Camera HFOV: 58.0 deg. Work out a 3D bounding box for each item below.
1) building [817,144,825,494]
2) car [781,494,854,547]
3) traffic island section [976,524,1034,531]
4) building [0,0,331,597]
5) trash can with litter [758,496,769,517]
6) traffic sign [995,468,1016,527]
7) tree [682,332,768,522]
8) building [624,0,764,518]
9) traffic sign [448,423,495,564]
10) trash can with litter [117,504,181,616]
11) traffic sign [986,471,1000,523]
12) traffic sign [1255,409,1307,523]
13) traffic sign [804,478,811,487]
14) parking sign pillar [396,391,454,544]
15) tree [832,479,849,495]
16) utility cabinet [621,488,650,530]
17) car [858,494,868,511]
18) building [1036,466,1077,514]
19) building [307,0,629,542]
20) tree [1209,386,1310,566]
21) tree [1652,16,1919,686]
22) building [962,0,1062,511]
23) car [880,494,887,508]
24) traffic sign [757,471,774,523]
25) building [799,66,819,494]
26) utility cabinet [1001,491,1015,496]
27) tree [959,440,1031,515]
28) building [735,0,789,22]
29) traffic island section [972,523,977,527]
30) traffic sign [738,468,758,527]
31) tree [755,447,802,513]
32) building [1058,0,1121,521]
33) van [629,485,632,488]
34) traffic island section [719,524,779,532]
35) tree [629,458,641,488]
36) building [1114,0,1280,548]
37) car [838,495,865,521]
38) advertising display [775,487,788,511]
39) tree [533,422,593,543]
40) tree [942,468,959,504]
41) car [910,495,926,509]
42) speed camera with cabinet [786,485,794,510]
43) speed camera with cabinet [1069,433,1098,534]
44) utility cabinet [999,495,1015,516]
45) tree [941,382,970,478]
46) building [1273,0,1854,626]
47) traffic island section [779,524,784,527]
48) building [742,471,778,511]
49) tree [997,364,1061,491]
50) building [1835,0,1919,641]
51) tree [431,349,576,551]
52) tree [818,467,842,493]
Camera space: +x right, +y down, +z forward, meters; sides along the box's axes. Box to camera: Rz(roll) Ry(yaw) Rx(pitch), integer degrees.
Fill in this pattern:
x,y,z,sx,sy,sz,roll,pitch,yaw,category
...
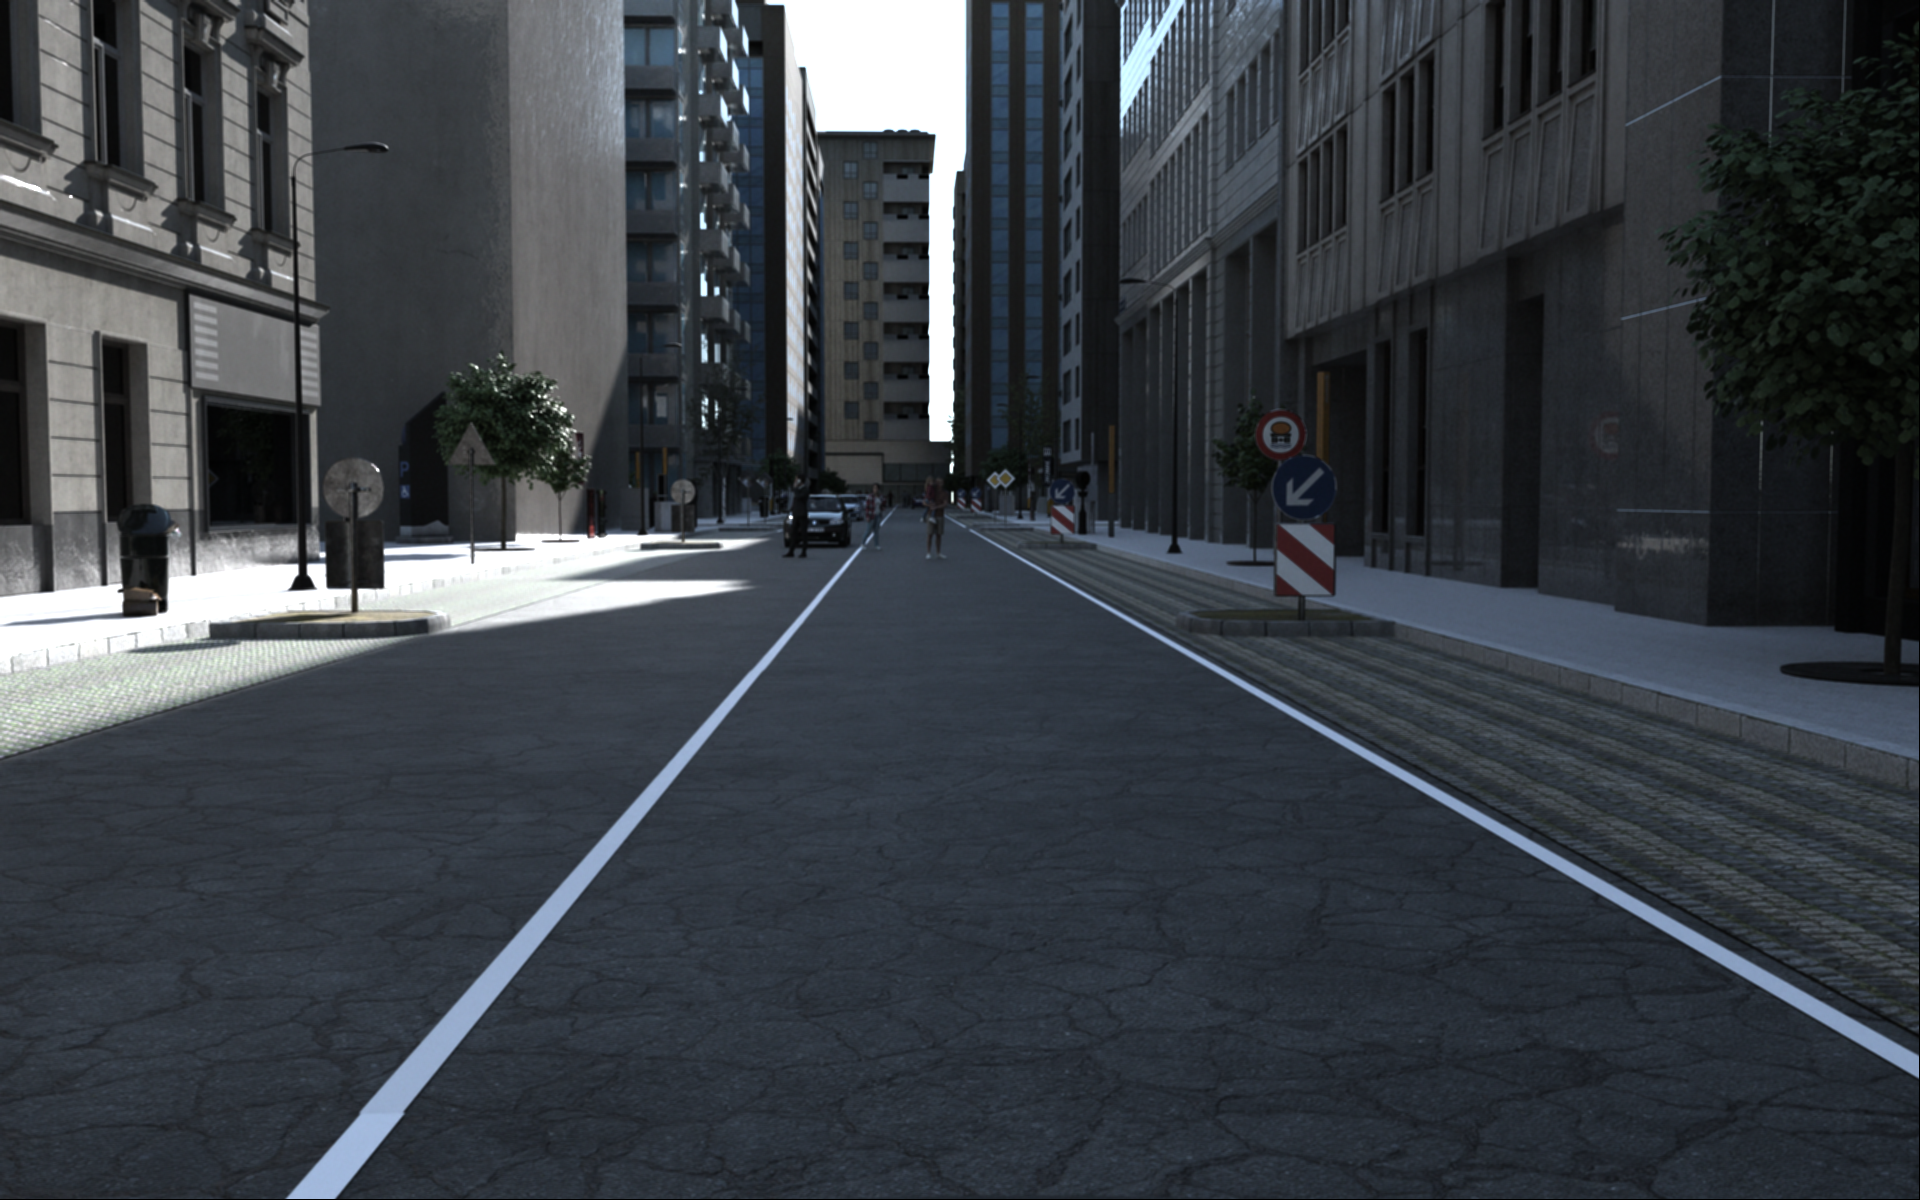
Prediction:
x,y,z,sx,sy,sz,roll,pitch,yaw,category
-24.366,-34.646,216.572,14.200,45.320,14.600,0,4,-2,building
-3.931,-2.340,48.044,2.009,1.686,4.222,0,4,-2,car
1.805,-2.793,67.947,2.009,0.180,2.903,0,4,-2,traffic island section
-19.520,-14.461,12.848,17.030,29.872,44.131,0,4,-2,building
-10.870,-5.155,95.667,0.624,1.170,1.055,0,4,-6,trash can with litter
1.782,-3.928,67.869,0.795,2.450,0.064,0,4,-2,traffic sign
-10.851,-7.890,79.370,4.360,8.622,3.978,0,3,0,tree
-23.791,-29.238,97.642,23.786,49.044,30.456,0,4,-2,building
-8.917,-1.934,31.619,0.884,2.594,0.081,0,4,5,traffic sign
-8.705,-0.440,18.589,0.624,1.170,1.055,-1,4,-23,trash can with litter
1.537,-4.416,75.850,0.795,2.450,0.064,0,4,-2,traffic sign
4.818,-1.589,26.092,0.768,2.556,0.104,0,4,4,traffic sign
-12.024,-8.254,135.057,0.768,2.556,0.104,0,4,1,traffic sign
-13.965,-3.462,45.076,1.447,3.967,1.447,2,4,29,parking sign pillar
-15.224,-14.148,225.926,1.663,3.219,1.824,0,3,0,tree
-11.366,-3.176,60.612,1.173,1.500,0.318,3,5,39,utility cabinet
-7.182,-7.126,128.520,2.014,1.417,4.499,0,4,0,car
21.616,-25.744,112.796,32.217,40.220,23.993,0,4,-2,building
-29.263,-15.318,54.967,34.151,26.468,19.350,0,4,-2,building
5.241,-2.250,31.388,1.663,3.219,1.824,0,3,0,tree
6.503,-1.733,12.053,4.285,4.588,4.351,0,3,0,tree
7.561,-29.918,139.269,14.600,45.320,14.200,0,4,-2,building
-8.618,-10.482,180.423,2.155,1.783,4.494,0,4,-1,car
-8.504,-4.399,75.563,0.795,2.450,0.064,0,4,-2,traffic sign
-26.742,-34.564,188.828,21.300,48.544,21.600,0,4,-2,building
3.266,-6.664,117.643,0.318,1.500,1.173,-3,5,-39,utility cabinet
2.897,-7.861,112.248,4.285,4.588,4.351,0,3,0,tree
-22.189,-31.003,157.010,14.600,45.320,14.200,0,4,-2,building
1.560,-3.281,75.928,2.009,0.180,2.903,0,4,-2,traffic island section
-8.259,-3.911,67.582,0.795,2.450,0.064,0,4,-2,traffic sign
-12.522,-8.310,119.575,4.285,4.588,4.351,0,3,0,tree
12.474,-19.197,85.574,14.107,30.474,14.160,0,4,-2,building
-15.345,-3.905,70.857,4.112,2.044,2.013,0,4,-3,van
-8.282,-2.774,67.643,2.009,0.180,2.903,0,4,-2,traffic island section
-15.338,-5.083,77.707,1.663,3.219,1.824,0,3,0,tree
11.873,-16.714,50.766,11.434,29.767,29.804,0,4,-2,building
-6.110,-4.963,93.148,2.014,1.417,4.499,0,4,0,car
-13.247,-7.546,128.596,0.974,1.923,0.123,1,4,17,advertising display
-10.541,-3.152,46.133,1.663,3.219,1.824,0,3,0,tree
0.670,-11.557,172.676,4.285,4.588,4.351,0,3,0,tree
-3.822,-9.426,166.700,1.945,1.354,3.894,0,4,-3,car
-13.105,-8.484,133.044,0.660,3.252,2.038,1,4,19,speed camera with cabinet
4.009,-3.801,56.488,0.660,3.252,2.038,0,4,-7,speed camera with cabinet
2.754,-5.536,101.677,1.020,1.237,0.306,3,5,43,utility cabinet
1.851,-14.639,157.467,7.486,12.596,7.792,0,3,0,tree
12.929,-12.727,26.109,12.078,24.808,19.932,0,4,-2,building
-8.527,-3.263,75.624,2.009,0.180,2.903,0,4,-2,traffic island section
-30.554,-26.972,132.880,32.217,40.220,23.993,0,4,-2,building
4.328,-9.080,98.816,4.737,8.622,4.395,0,3,0,tree
14.569,-10.893,7.786,12.332,23.373,15.834,0,4,-2,building
-10.407,-3.405,39.381,4.285,4.588,4.351,0,3,0,tree
-15.781,-13.670,207.225,4.285,4.588,4.351,0,3,0,tree
